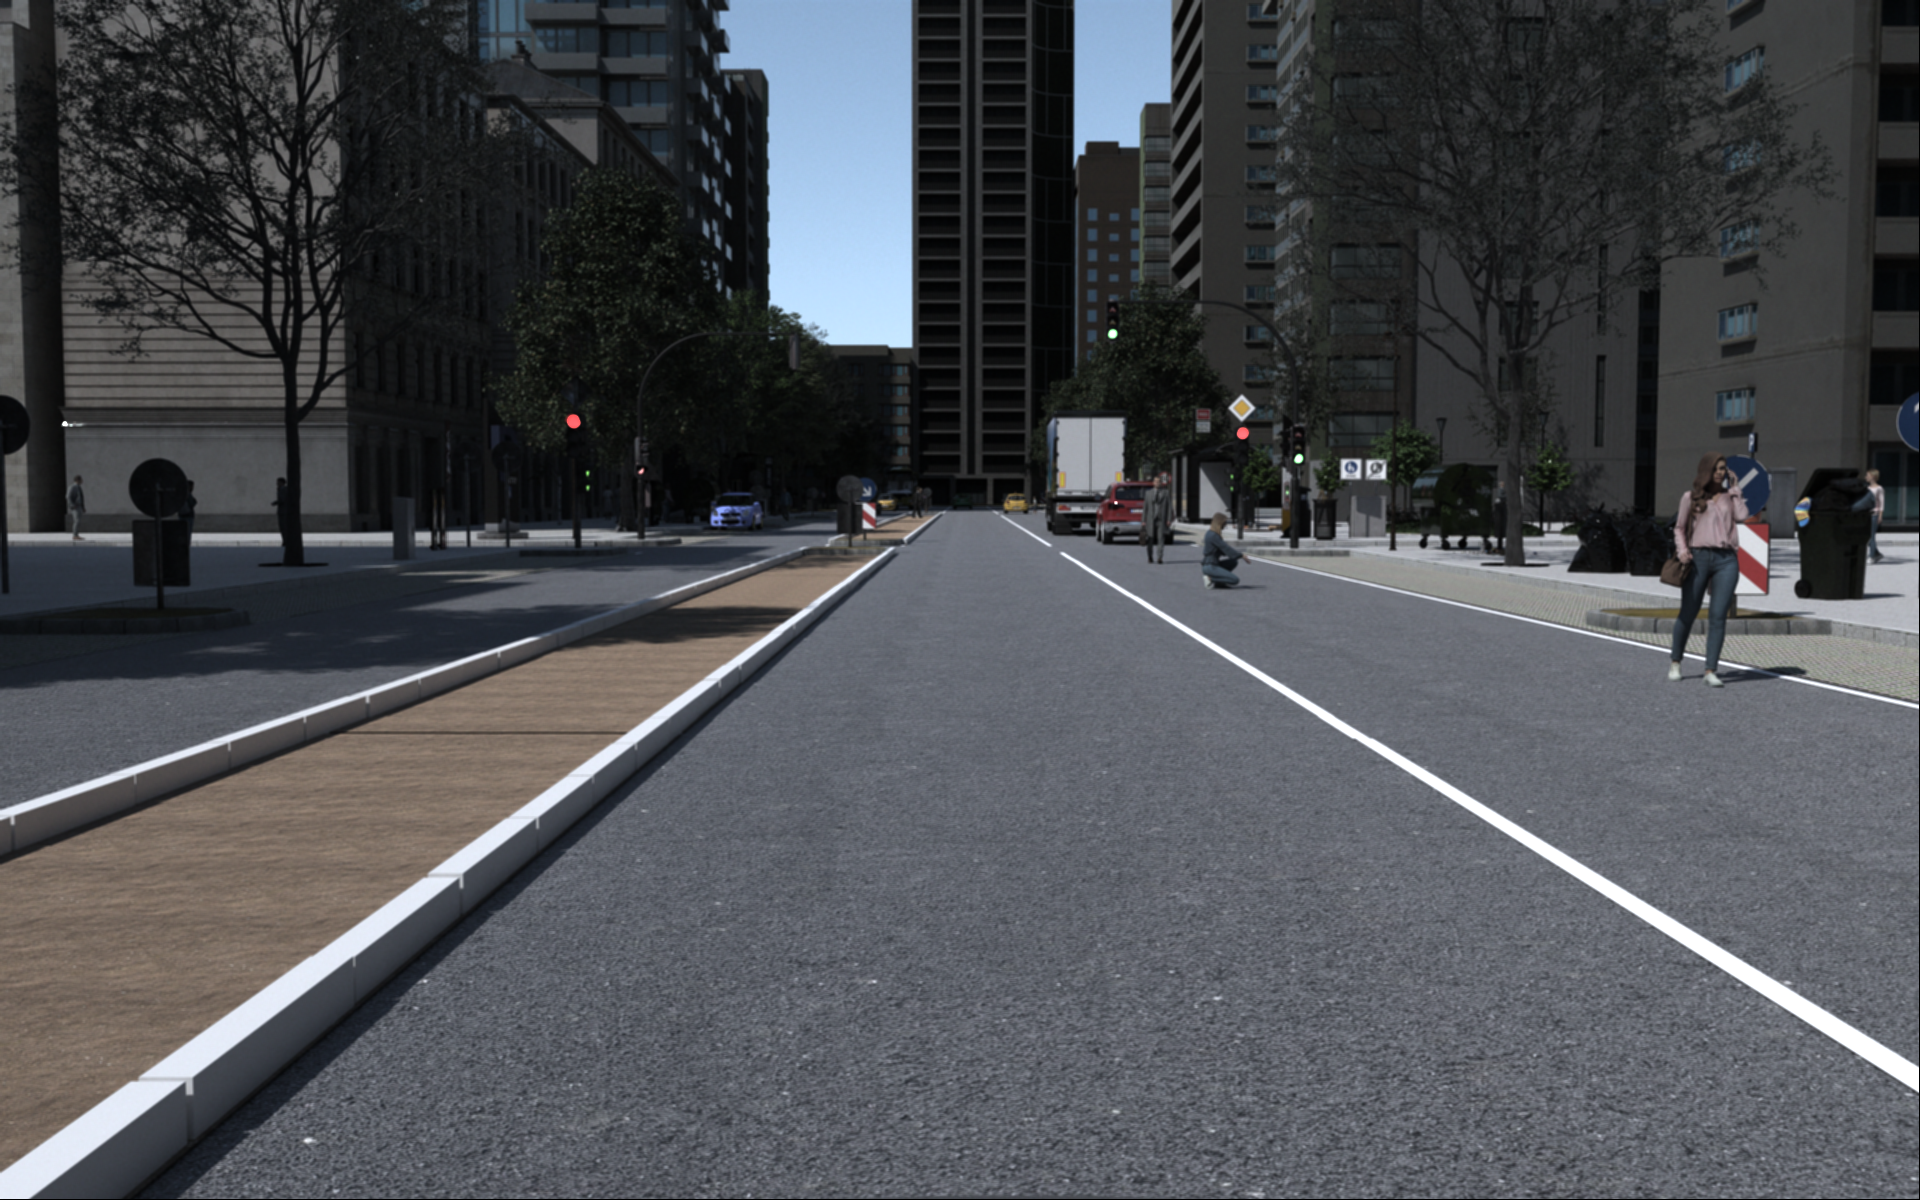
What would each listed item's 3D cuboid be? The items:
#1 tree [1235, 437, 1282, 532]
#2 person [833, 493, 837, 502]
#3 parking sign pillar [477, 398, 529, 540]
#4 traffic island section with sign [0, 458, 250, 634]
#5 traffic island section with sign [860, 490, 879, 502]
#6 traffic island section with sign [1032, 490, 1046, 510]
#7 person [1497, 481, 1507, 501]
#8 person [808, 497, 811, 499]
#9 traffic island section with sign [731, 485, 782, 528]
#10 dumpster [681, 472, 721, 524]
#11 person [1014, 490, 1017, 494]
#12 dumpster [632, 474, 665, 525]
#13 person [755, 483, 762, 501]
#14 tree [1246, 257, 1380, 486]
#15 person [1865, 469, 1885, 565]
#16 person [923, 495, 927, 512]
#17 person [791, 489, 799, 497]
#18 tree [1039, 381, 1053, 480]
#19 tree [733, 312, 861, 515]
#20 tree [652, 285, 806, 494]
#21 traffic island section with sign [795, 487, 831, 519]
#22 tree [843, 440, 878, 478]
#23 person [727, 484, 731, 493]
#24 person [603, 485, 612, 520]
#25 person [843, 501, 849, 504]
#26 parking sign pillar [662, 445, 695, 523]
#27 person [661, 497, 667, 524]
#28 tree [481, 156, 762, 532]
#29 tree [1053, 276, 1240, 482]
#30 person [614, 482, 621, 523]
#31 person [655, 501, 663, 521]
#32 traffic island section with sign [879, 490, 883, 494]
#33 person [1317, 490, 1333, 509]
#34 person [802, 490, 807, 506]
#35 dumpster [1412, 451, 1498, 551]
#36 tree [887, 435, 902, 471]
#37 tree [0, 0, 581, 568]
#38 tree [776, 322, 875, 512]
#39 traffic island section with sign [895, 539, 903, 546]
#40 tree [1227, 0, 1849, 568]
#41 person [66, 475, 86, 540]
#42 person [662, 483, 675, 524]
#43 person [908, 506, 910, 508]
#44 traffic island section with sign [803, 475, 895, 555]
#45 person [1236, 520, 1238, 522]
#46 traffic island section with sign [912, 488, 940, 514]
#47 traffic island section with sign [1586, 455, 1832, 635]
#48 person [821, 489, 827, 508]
[{"bbox_3d":[10.344,-3.959,59.326,1.663,3.219,1.824,0,3,0],"label":"tree"},{"bbox_3d":[-13.550,-11.321,191.660,1.217,1.766,0.721,1,4,18],"label":"person"},{"bbox_3d":[-13.060,-3.724,49.355,1.447,3.967,1.447,1,4,13],"label":"parking sign pillar"},{"bbox_3d":[-8.795,-0.605,18.517,1.989,1.847,2.006,0,4,0],"label":"traffic island section with sign"},{"bbox_3d":[-8.334,-8.687,150.667,1.989,1.847,2.006,0,4,0],"label":"traffic island section with sign"},{"bbox_3d":[8.390,-10.365,178.088,1.989,1.847,2.006,0,4,0],"label":"traffic island section with sign"},{"bbox_3d":[22.481,-4.002,71.649,0.590,1.801,0.661,2,4,24],"label":"person"},{"bbox_3d":[-15.910,-10.645,183.272,0.628,1.438,0.799,-2,4,-32],"label":"person"},{"bbox_3d":[-8.592,-3.968,73.511,1.989,1.847,2.006,0,4,0],"label":"traffic island section with sign"},{"bbox_3d":[-11.200,-4.423,74.815,1.502,2.255,1.985,0,4,0],"label":"dumpster"},{"bbox_3d":[4.657,-8.331,145.435,1.217,1.735,0.721,0,4,-1],"label":"person"},{"bbox_3d":[-12.816,-4.129,70.000,1.502,2.255,1.985,0,4,0],"label":"dumpster"},{"bbox_3d":[-10.753,-5.210,91.091,0.638,1.841,0.748,-1,4,-21],"label":"person"},{"bbox_3d":[10.913,-6.401,55.019,4.360,8.622,3.978,0,3,0],"label":"tree"},{"bbox_3d":[16.618,-1.519,31.556,0.598,1.740,0.731,-2,4,-24],"label":"person"},{"bbox_3d":[-2.700,-7.472,133.901,0.697,1.427,0.421,2,4,27],"label":"person"},{"bbox_3d":[-17.558,-11.001,185.548,1.348,1.869,0.705,0,4,-2],"label":"person"},{"bbox_3d":[10.948,-11.698,108.263,9.611,12.733,9.660,0,3,0],"label":"tree"},{"bbox_3d":[-10.924,-11.592,107.659,7.486,12.596,7.792,0,3,0],"label":"tree"},{"bbox_3d":[-11.229,-9.619,83.030,9.928,11.665,9.643,0,3,0],"label":"tree"},{"bbox_3d":[-8.510,-5.617,100.466,1.989,1.847,2.006,0,4,0],"label":"traffic island section with sign"},{"bbox_3d":[-11.144,-14.433,186.334,4.737,8.622,4.395,0,3,0],"label":"tree"},{"bbox_3d":[-12.395,-5.265,92.142,0.388,1.821,0.555,-3,5,-42],"label":"person"},{"bbox_3d":[-17.540,-4.864,86.143,0.480,1.755,0.524,-3,4,-36],"label":"person"},{"bbox_3d":[-8.632,-7.452,130.794,0.683,1.767,0.568,-1,4,-11],"label":"person"},{"bbox_3d":[-12.537,-5.409,76.907,1.447,3.967,1.447,1,4,10],"label":"parking sign pillar"},{"bbox_3d":[-12.882,-3.987,75.508,0.425,1.301,0.394,1,4,21],"label":"person"},{"bbox_3d":[-11.519,-8.688,59.062,9.611,12.733,9.660,0,3,0],"label":"tree"},{"bbox_3d":[10.363,-10.657,91.246,9.611,12.733,9.660,0,3,0],"label":"tree"},{"bbox_3d":[-15.090,-4.310,76.688,0.466,1.800,0.511,3,5,43],"label":"person"},{"bbox_3d":[-14.470,-4.687,82.858,0.592,1.802,0.473,-1,4,-12],"label":"person"},{"bbox_3d":[-8.234,-10.371,178.194,1.989,1.847,2.006,0,4,0],"label":"traffic island section with sign"},{"bbox_3d":[15.746,-4.213,74.839,0.656,1.842,0.836,-2,4,-26],"label":"person"},{"bbox_3d":[-16.394,-10.697,181.859,0.541,1.710,0.530,3,5,41],"label":"person"},{"bbox_3d":[11.435,-2.296,40.031,1.502,2.255,1.985,0,3,0],"label":"dumpster"},{"bbox_3d":[-11.047,-16.077,197.269,8.767,10.594,7.601,-3,4,-37],"label":"tree"},{"bbox_3d":[-11.788,-7.351,30.565,12.009,13.543,11.850,0,3,0],"label":"tree"},{"bbox_3d":[-11.255,-12.975,122.518,12.009,13.543,11.850,0,3,0],"label":"tree"},{"bbox_3d":[-2.624,-2.471,48.543,2.006,1.907,1.989,0,4,0],"label":"traffic island section with sign"},{"bbox_3d":[9.727,-7.345,30.467,12.009,13.543,11.850,0,3,0],"label":"tree"},{"bbox_3d":[-24.808,-2.599,48.641,0.391,1.810,0.635,-1,4,-9],"label":"person"},{"bbox_3d":[-12.548,-4.134,74.232,0.643,1.750,0.593,-2,4,-34],"label":"person"},{"bbox_3d":[-5.008,-10.083,173.450,0.705,1.812,1.348,2,4,27],"label":"person"},{"bbox_3d":[-2.660,-2.018,41.135,2.006,1.907,1.989,0,4,0],"label":"traffic island section with sign"},{"bbox_3d":[12.589,-4.379,78.064,0.534,1.772,0.576,3,5,42],"label":"person"},{"bbox_3d":[-2.369,-7.067,123.681,2.006,1.907,1.989,0,4,0],"label":"traffic island section with sign"},{"bbox_3d":[7.826,-0.599,18.430,1.989,1.847,2.006,0,4,0],"label":"traffic island section with sign"},{"bbox_3d":[-12.374,-9.237,158.012,0.436,1.711,0.756,3,5,44],"label":"person"}]
